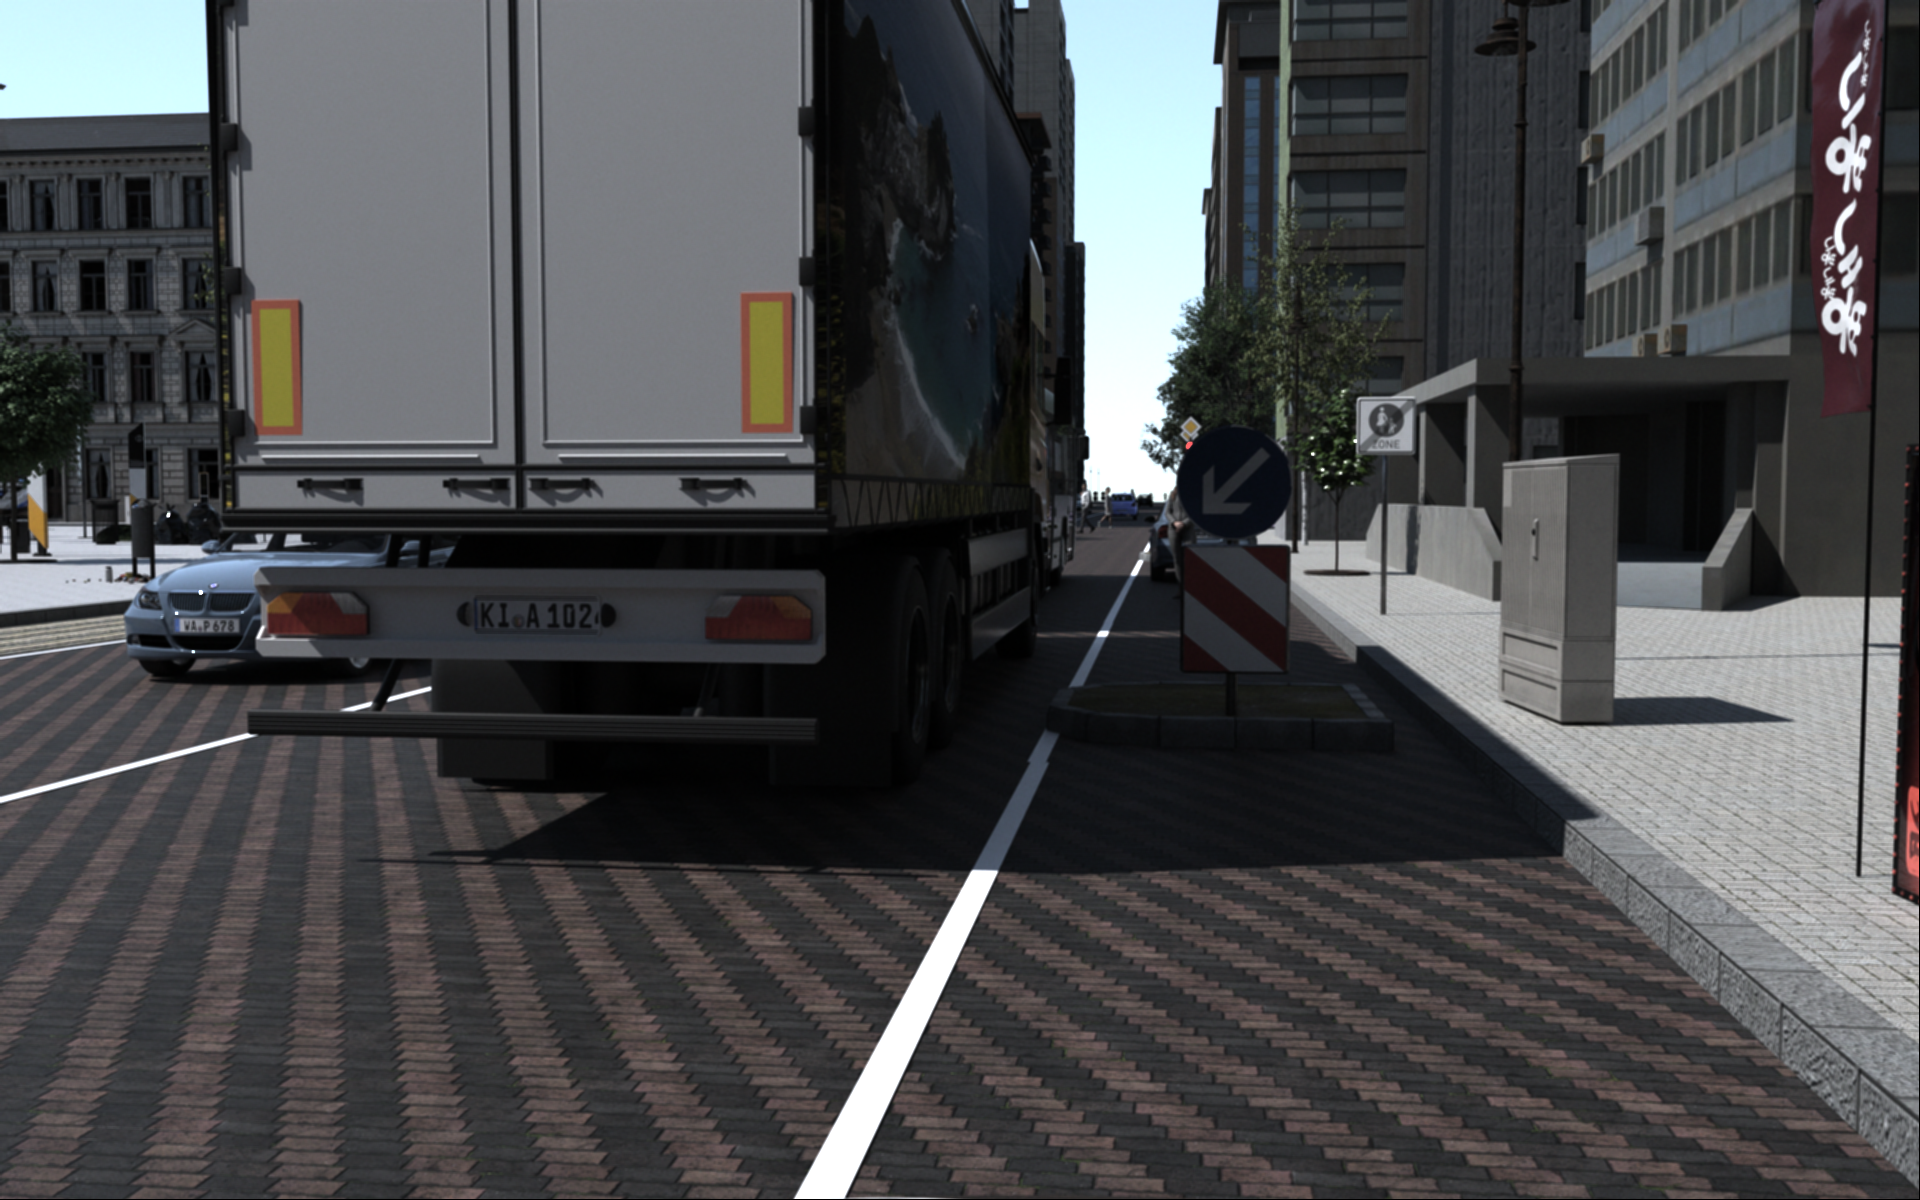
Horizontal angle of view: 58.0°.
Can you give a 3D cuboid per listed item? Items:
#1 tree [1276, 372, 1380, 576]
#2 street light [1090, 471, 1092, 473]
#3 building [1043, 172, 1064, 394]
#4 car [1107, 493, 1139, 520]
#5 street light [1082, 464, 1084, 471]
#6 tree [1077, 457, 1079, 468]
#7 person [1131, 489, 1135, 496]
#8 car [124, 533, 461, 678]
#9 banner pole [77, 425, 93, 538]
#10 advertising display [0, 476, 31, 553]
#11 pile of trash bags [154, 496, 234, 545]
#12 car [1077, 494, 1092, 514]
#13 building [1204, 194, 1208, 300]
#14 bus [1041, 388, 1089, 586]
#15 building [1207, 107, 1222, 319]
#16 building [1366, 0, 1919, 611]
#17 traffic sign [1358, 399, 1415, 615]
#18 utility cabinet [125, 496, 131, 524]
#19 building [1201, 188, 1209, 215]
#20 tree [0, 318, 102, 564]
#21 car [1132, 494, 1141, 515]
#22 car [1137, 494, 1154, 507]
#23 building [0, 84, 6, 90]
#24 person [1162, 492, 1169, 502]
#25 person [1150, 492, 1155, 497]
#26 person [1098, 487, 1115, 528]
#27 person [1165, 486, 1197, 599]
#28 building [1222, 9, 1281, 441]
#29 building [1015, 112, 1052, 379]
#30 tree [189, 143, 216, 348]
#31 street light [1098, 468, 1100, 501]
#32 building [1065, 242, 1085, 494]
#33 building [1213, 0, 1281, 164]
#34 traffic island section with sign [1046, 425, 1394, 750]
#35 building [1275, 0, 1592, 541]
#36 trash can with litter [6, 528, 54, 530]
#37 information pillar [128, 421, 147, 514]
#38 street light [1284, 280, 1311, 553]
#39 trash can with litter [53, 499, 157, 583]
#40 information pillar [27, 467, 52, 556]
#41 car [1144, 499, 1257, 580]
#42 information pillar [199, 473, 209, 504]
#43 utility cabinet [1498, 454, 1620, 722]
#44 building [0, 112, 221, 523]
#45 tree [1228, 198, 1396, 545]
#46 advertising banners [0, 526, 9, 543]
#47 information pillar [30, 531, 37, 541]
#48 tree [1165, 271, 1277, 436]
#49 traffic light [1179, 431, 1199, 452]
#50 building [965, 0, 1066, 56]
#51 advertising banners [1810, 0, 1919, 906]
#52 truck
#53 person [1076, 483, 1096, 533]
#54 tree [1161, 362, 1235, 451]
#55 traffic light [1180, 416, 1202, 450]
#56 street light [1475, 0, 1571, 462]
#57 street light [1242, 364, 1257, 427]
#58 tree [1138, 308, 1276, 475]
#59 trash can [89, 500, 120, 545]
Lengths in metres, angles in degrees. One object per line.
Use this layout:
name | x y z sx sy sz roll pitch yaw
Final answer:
tree | 6.063 -2.008 27.434 1.663 3.219 1.824 0 3 0
street light | 21.080 -18.734 279.095 0.468 5.910 1.993 0 4 7
building | 6.890 -36.009 238.850 14.600 45.320 14.200 0 4 7
car | 9.026 -5.316 96.512 1.945 1.707 3.694 0 4 5
street light | 18.119 -17.252 254.852 0.468 5.910 1.993 0 4 7
tree | 12.839 -16.265 216.300 4.360 8.622 3.978 0 3 0
person | 12.585 -7.211 126.491 0.616 1.811 0.778 2 4 24
car | -5.384 -0.191 15.124 2.014 1.417 4.499 0 4 6
banner pole | -25.411 -3.673 50.078 0.401 3.779 0.863 -1 4 -14
advertising display | -20.353 -1.973 37.471 0.974 1.923 0.123 0 4 -8
pile of trash bags | -19.034 -2.151 44.923 1.912 1.369 3.447 2 4 27
car | 8.477 -6.924 125.000 2.131 1.459 4.920 1 4 9
building | 47.912 -39.075 262.572 21.300 48.544 21.600 0 4 7
bus | -0.013 -1.807 24.401 2.948 3.499 13.247 0 4 8
building | 40.769 -35.632 206.291 21.300 48.544 21.600 0 4 7
building | 23.209 -20.336 24.376 32.217 40.220 23.993 0 4 7
traffic sign | 4.500 -0.992 18.350 0.606 2.300 0.079 1 4 9
utility cabinet | -31.212 -3.308 65.246 0.306 1.237 1.020 -2 4 -35
building | 54.465 -42.658 286.691 28.713 52.752 27.495 0 4 7
tree | -17.786 -2.974 32.342 4.285 4.588 4.351 0 3 0
car | 11.249 -6.594 117.593 2.009 1.686 4.222 0 4 6
car | 20.729 -11.282 194.240 2.009 1.686 4.222 1 4 9
building | -62.647 -17.642 85.711 25.104 27.353 12.463 0 4 7
person | 35.978 -17.984 303.317 1.217 1.735 0.721 2 4 27
person | 29.684 -15.893 269.062 1.217 1.735 0.721 0 4 -6
person | 6.134 -3.852 72.226 0.760 1.731 0.466 -2 4 -26
person | 3.044 -0.908 23.624 0.520 1.790 0.573 1 4 10
building | 31.668 -31.300 161.859 14.600 45.320 14.200 0 4 7
building | -1.146 -33.138 196.427 22.147 44.769 28.867 0 4 7
tree | -10.793 -4.873 30.041 4.737 8.622 4.395 0 3 0
street light | 24.259 -20.211 303.241 0.468 5.910 1.993 0 4 7
building | 12.359 -36.098 273.796 14.154 41.232 14.086 0 4 7
building | 41.108 -36.220 181.430 28.713 52.752 27.495 0 4 7
traffic island section with sign | 1.564 -0.129 10.733 1.989 1.847 2.006 0 4 7
building | 16.763 -22.553 52.340 14.154 41.232 14.086 0 4 7
trash can with litter | -33.639 -3.164 62.788 1.678 1.210 2.233 -1 4 -18
information pillar | -26.475 -3.941 55.790 0.504 3.616 0.183 -1 4 -13
street light | 7.290 -3.960 37.541 0.468 5.910 1.993 0 4 7
trash can with litter | -11.796 -0.866 25.219 2.233 1.210 1.678 3 4 36
information pillar | -19.014 -2.711 35.671 0.504 3.616 0.183 2 4 25
car | 4.176 -1.095 29.909 2.014 1.417 4.499 0 4 7
information pillar | -25.980 -3.367 59.549 0.304 2.012 0.304 -2 4 -24
utility cabinet | 3.467 -0.088 10.120 0.318 1.500 1.173 0 4 1
building | -40.464 -13.309 82.223 19.286 19.102 10.561 0 4 7
tree | 8.630 -5.662 42.941 4.737 8.622 4.395 0 3 0
advertising banners | -25.014 -2.974 44.811 0.090 3.025 2.074 1 4 8
information pillar | -25.526 -2.641 47.673 0.304 2.012 0.304 1 4 15
tree | 13.376 -9.556 82.001 9.928 11.665 9.643 0 3 0
traffic light | 9.262 -4.974 70.250 0.839 4.253 0.868 0 4 7
building | 7.237 -49.986 255.524 20.563 71.187 20.611 0 4 7
advertising banners | 2.999 -0.551 5.199 0.090 3.025 2.074 0 4 2
truck | -0.925 -1.407 11.922 2.839 4.237 11.283 0 4 7
person | 4.595 -3.360 63.535 0.850 1.850 0.679 -1 4 -22
tree | 18.160 -12.671 125.301 7.486 12.596 7.792 0 3 0
traffic light | 8.276 -4.490 62.326 0.839 4.253 0.868 0 4 7
street light | 4.234 -2.468 13.135 0.468 5.910 1.993 0 4 7
street light | 10.286 -5.439 61.711 0.468 5.910 1.993 0 4 7
tree | 16.164 -11.610 106.825 9.611 12.733 9.660 0 3 0
trash can | -21.804 -1.990 44.186 0.748 1.137 0.748 0 3 0
